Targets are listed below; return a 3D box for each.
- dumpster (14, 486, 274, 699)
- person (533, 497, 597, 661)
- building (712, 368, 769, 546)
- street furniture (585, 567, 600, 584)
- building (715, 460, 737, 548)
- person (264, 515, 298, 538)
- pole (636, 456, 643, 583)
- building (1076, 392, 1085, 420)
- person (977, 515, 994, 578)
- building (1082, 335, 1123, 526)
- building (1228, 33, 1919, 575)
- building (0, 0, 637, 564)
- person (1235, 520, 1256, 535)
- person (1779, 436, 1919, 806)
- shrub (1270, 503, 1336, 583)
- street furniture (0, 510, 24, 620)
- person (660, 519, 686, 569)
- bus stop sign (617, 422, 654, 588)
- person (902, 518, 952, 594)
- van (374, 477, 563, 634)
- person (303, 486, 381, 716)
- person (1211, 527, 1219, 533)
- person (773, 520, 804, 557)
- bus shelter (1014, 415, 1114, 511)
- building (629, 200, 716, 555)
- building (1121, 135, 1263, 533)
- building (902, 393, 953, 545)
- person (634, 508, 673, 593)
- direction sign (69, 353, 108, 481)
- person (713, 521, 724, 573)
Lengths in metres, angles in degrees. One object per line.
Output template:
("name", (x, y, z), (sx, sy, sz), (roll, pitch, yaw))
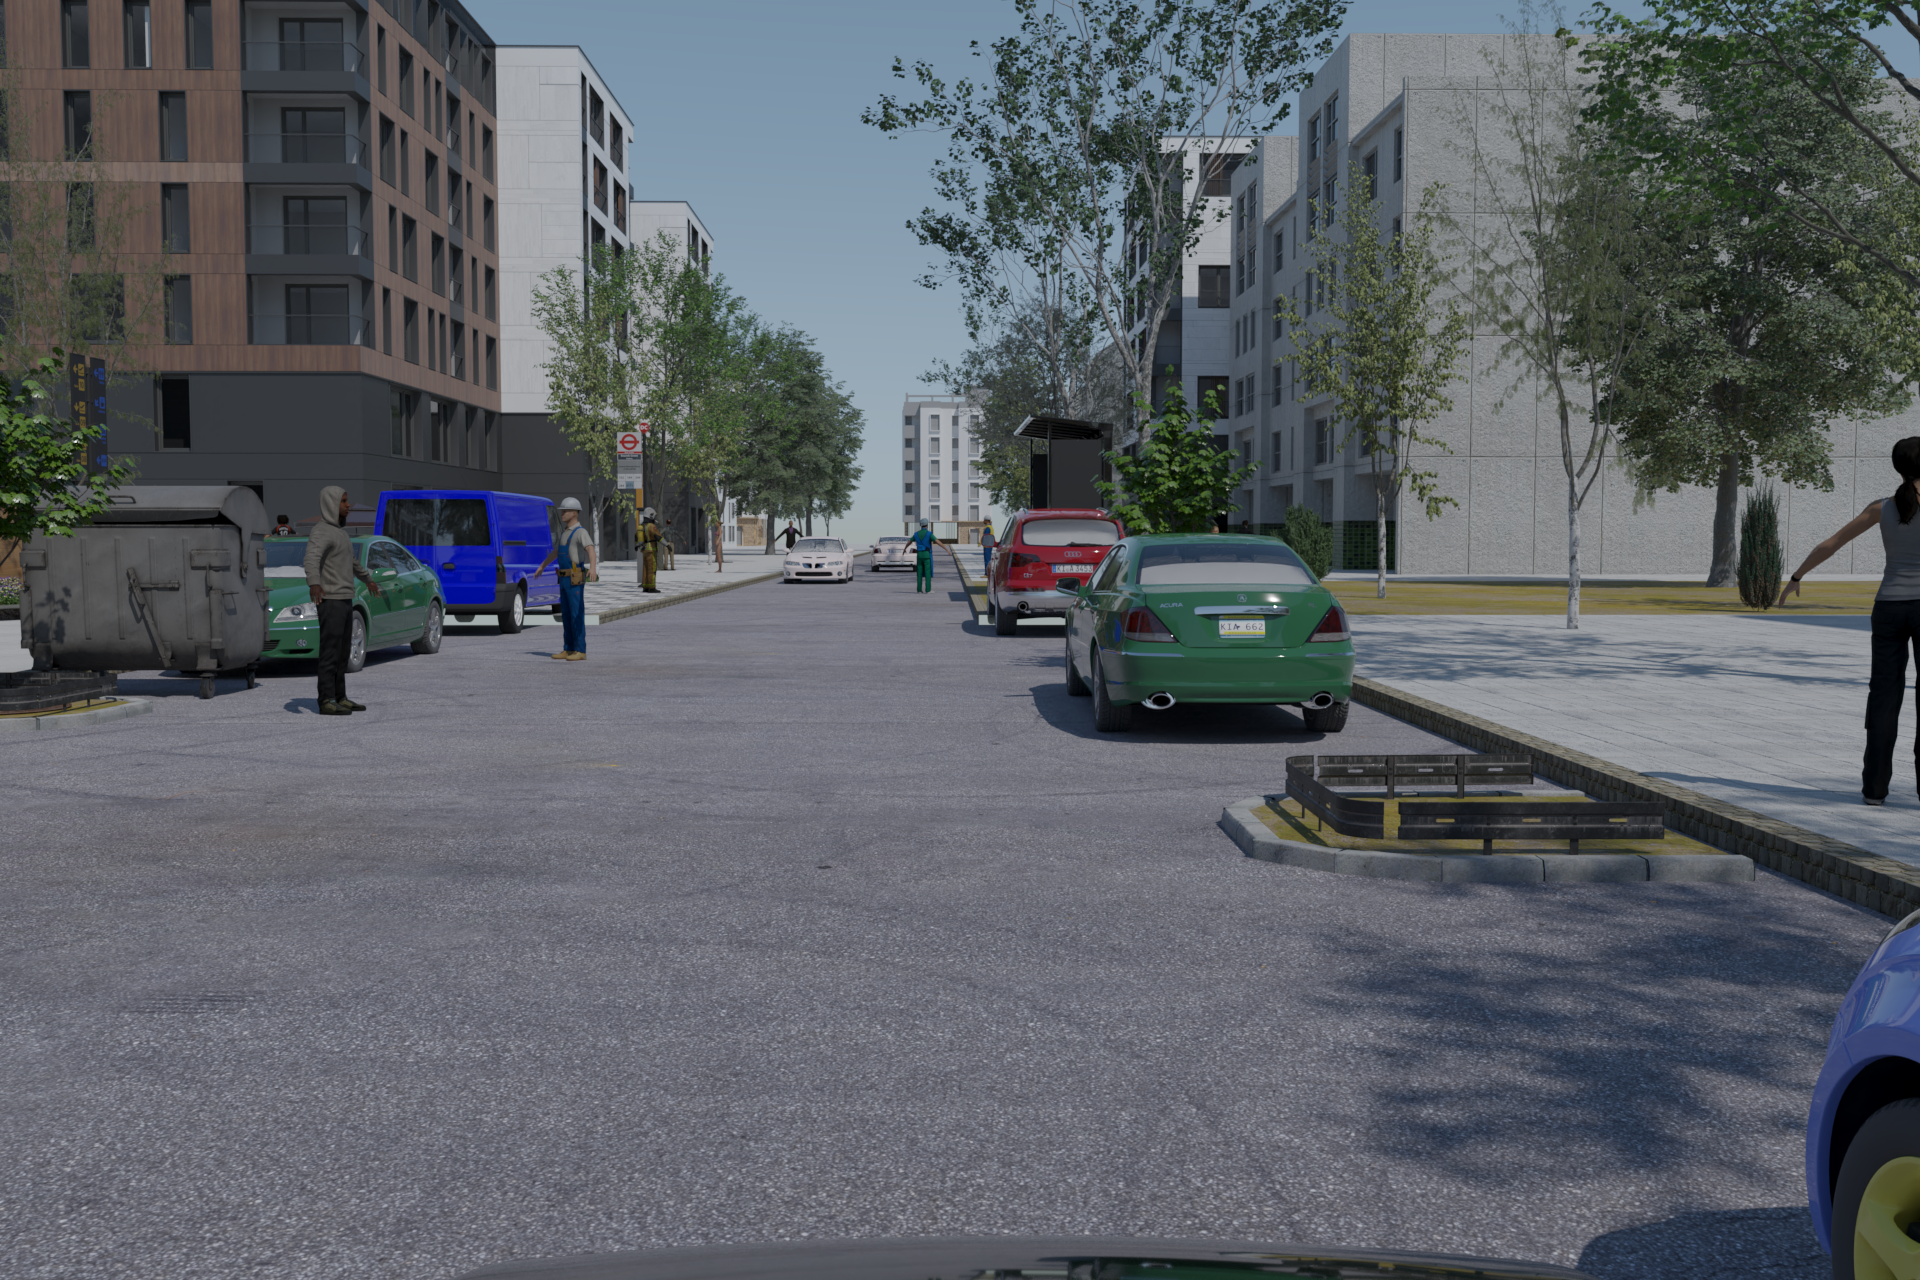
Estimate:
("dumpster", (-7.260, -0.444, 15.475), (1.865, 1.857, 1.264), (0, 4, -1))
("person", (-4.442, -0.697, 19.716), (0.705, 1.847, 1.347), (-3, 5, -41))
("building", (-26.784, -20.235, 187.265), (16.016, 20.090, 11.380), (0, 4, 0))
("street furniture", (-14.342, -1.717, 43.696), (10.072, 0.657, 5.734), (0, 4, -5))
("building", (-26.336, -13.930, 169.902), (9.099, 9.664, 28.070), (0, 4, 0))
("person", (-18.985, -2.595, 48.569), (1.345, 1.843, 0.704), (-2, 4, -32))
("pole", (-8.345, -3.138, 45.156), (0.158, 3.312, 0.155), (0, 3, 0))
("building", (22.003, -22.015, 190.877), (19.493, 23.208, 18.063), (0, 3, 0))
("person", (0.774, -2.719, 50.418), (0.705, 1.833, 1.349), (1, 4, 14))
("building", (21.089, -19.754, 153.901), (19.493, 23.208, 18.063), (0, 4, -1))
("building", (21.960, -12.455, 70.100), (16.747, 18.905, 31.486), (0, 4, -1))
("building", (-29.789, -13.844, 70.329), (27.936, 21.610, 32.646), (0, 4, -1))
("person", (9.327, -3.043, 56.476), (1.216, 1.740, 0.721), (2, 4, 28))
("person", (4.498, -0.083, 8.161), (1.217, 1.737, 0.721), (3, 5, 40))
("shrub", (8.041, -2.263, 41.035), (1.661, 2.075, 1.752), (0, 3, 0))
("street furniture", (-16.470, -1.245, 27.217), (11.010, 1.723, 9.812), (2, 4, 25))
("person", (-10.218, -3.329, 60.701), (1.348, 1.796, 0.705), (-2, 4, -28))
("bus stop sign", (-7.754, -3.225, 41.436), (0.855, 3.939, 0.416), (0, 4, 1))
("person", (-0.840, -2.027, 41.717), (1.347, 1.817, 0.704), (2, 4, 29))
("van", (-7.279, -1.354, 26.521), (2.240, 2.365, 5.245), (0, 4, -1))
("person", (-4.959, -0.320, 13.819), (0.705, 1.813, 1.348), (0, 4, 1))
("person", (4.717, -1.390, 31.994), (0.991, 1.433, 0.599), (0, 4, -6))
("person", (-6.392, -3.627, 65.529), (1.346, 1.802, 0.704), (-1, 4, -11))
("bus shelter", (2.182, -2.811, 37.240), (1.731, 3.624, 6.357), (0, 4, -1))
("building", (-30.616, -15.907, 104.047), (27.936, 21.610, 32.646), (0, 4, -1))
("building", (23.568, -16.003, 105.625), (27.936, 21.610, 32.646), (0, 4, -1))
("building", (-7.140, -22.312, 223.677), (11.380, 20.090, 16.016), (0, 4, 2))
("person", (-6.743, -1.956, 37.746), (0.705, 1.858, 1.354), (-3, 5, -44))
("direction sign", (-11.100, -1.844, 22.140), (0.379, 3.537, 0.876), (0, 4, -1))
("person", (-8.097, -3.106, 57.592), (0.721, 1.733, 1.217), (-1, 4, -13))
